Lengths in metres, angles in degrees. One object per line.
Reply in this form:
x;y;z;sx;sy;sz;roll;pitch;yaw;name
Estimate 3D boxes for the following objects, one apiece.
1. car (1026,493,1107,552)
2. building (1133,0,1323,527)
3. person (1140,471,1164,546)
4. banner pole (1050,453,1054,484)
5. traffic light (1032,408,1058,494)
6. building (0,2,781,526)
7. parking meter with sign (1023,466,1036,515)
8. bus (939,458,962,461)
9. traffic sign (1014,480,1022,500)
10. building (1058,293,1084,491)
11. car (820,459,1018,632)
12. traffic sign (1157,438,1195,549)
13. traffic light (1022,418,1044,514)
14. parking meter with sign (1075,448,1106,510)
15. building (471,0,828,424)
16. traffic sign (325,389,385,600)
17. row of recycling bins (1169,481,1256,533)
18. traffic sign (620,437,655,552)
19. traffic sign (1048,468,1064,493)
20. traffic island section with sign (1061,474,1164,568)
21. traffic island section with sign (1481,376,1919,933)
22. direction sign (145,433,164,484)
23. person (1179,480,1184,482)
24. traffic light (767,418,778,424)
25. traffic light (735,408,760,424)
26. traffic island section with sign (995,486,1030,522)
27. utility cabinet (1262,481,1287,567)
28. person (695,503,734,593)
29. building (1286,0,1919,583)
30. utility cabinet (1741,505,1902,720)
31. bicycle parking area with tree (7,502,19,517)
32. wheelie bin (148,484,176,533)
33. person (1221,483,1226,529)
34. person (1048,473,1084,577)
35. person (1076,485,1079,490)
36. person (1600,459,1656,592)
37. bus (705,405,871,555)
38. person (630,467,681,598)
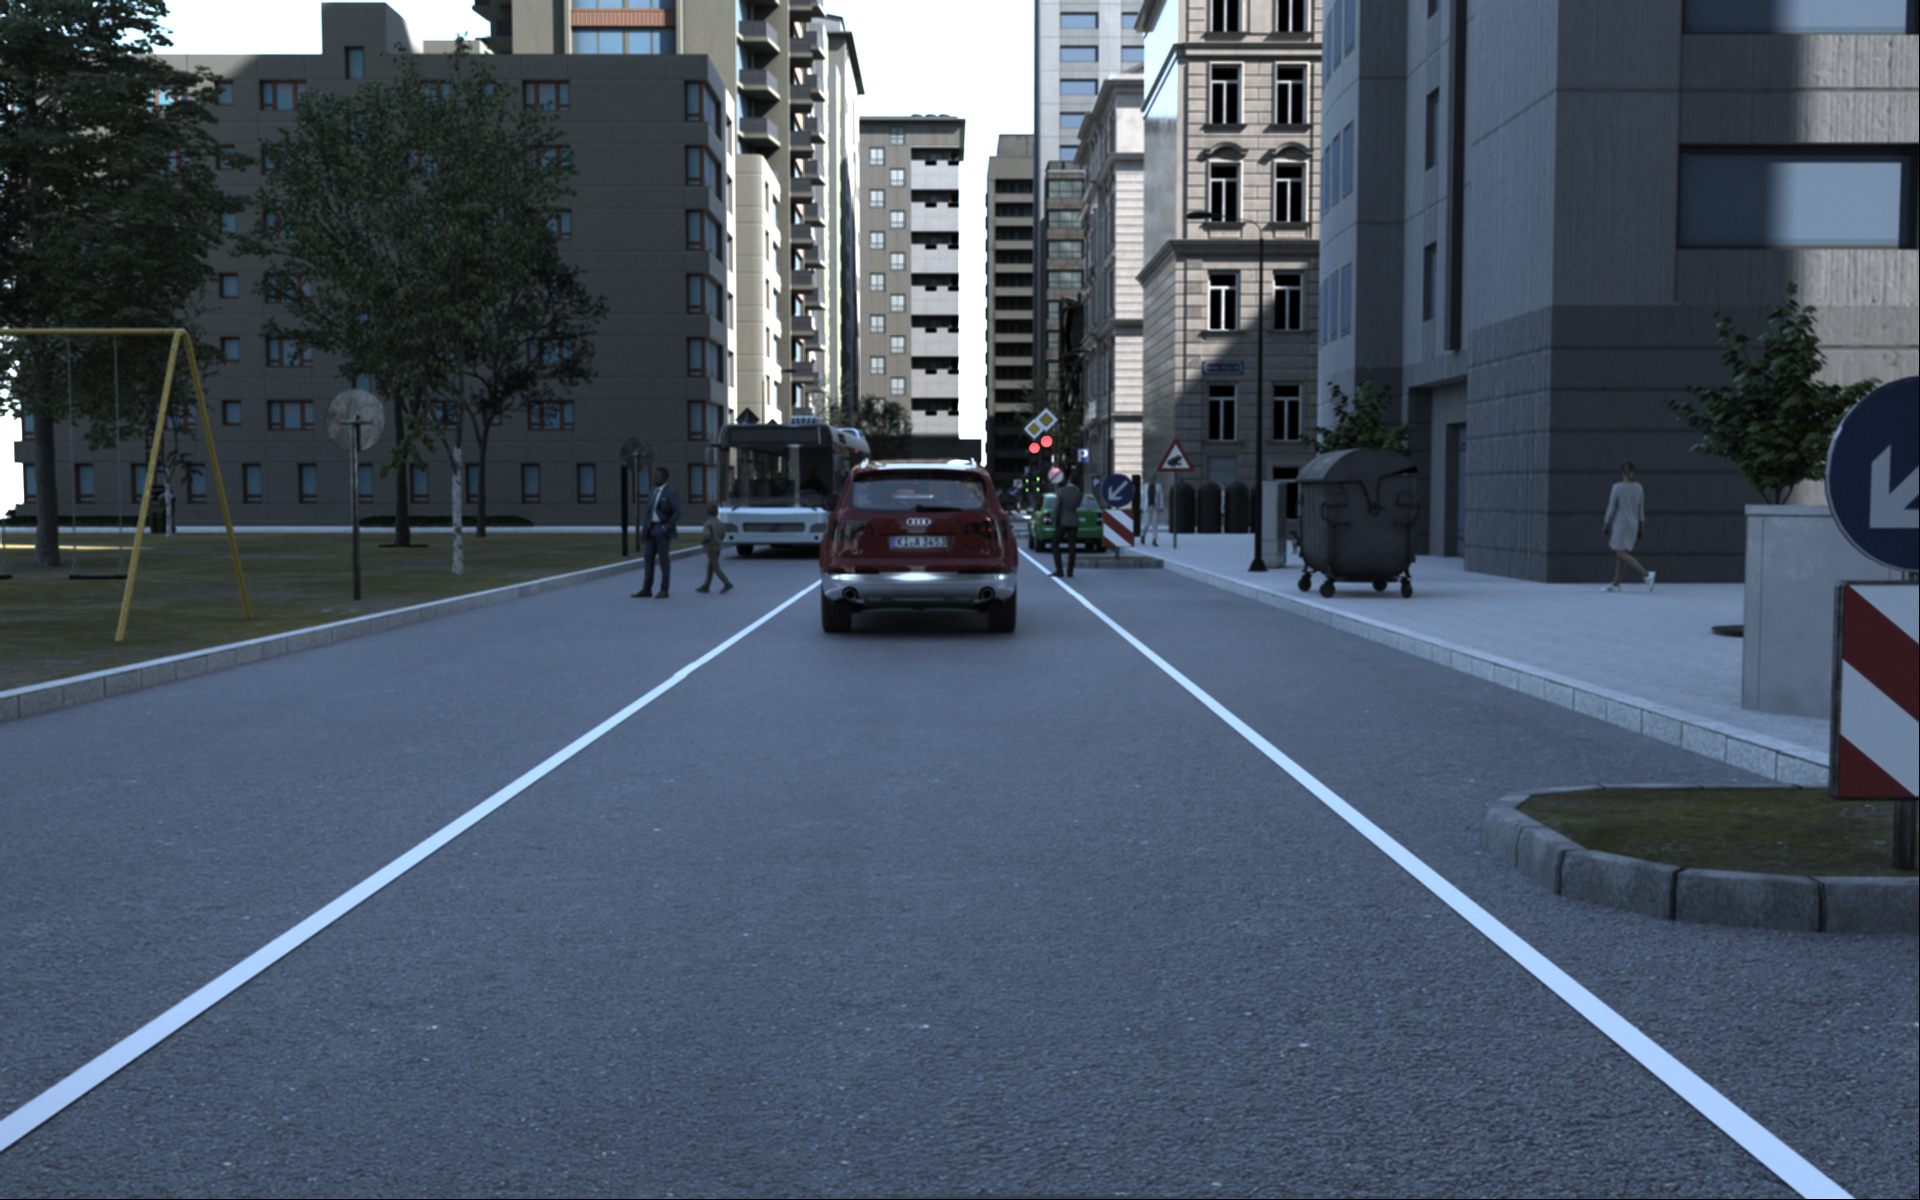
2.705;-2.161;44.131;1.959;1.807;4.718;0;4;-1;car
20.444;-16.867;73.040;25.104;27.353;12.463;0;4;0;building
4.702;-2.248;42.669;0.514;1.842;0.818;-1;4;-14;person
4.933;-6.293;92.900;0.401;3.779;0.863;1;4;18;banner pole
2.777;-4.123;56.334;0.839;4.253;0.868;0;4;0;traffic light
-23.822;-14.538;82.742;27.650;21.520;28.899;0;4;0;building
4.615;-6.823;107.821;0.543;3.016;1.738;-2;4;-29;parking meter with sign
-0.720;-7.799;119.064;2.896;3.916;12.252;0;4;1;bus
4.094;-7.374;122.686;0.606;2.300;0.079;0;4;5;traffic sign
15.836;-16.138;131.308;16.820;18.784;16.811;0;4;0;building
-0.458;-0.663;19.507;2.281;1.827;5.304;0;4;-1;car
5.044;-2.482;40.579;0.884;2.594;0.081;0;4;6;traffic sign
2.729;-4.612;64.319;0.839;4.253;0.868;0;4;0;traffic light
4.966;-4.218;65.232;0.543;3.016;1.738;-1;4;-23;parking meter with sign
-20.714;-28.394;118.866;22.147;44.769;28.867;0;4;0;building
-7.314;-1.274;20.937;0.768;2.556;0.104;0;4;7;traffic sign
8.641;-3.036;56.760;3.534;1.692;1.069;0;4;-3;row of recycling bins
-7.146;-2.339;38.346;0.768;2.556;0.104;0;3;0;traffic sign
4.610;-5.102;83.528;0.768;2.556;0.104;0;4;4;traffic sign
2.957;-1.579;34.437;1.989;1.847;2.006;0;4;0;traffic island section with sign
3.127;0.124;6.602;1.989;1.847;2.006;0;4;0;traffic island section with sign
-29.709;-4.402;63.973;0.876;3.537;0.379;1;4;22;direction sign
8.201;-3.604;64.983;0.620;1.820;0.660;2;4;27;person
-6.932;-4.607;64.245;0.839;4.253;0.868;0;4;0;traffic light
-6.884;-4.119;56.260;0.839;4.253;0.868;0;4;0;traffic light
2.631;-4.918;89.031;1.989;1.847;2.006;0;4;0;traffic island section with sign
5.514;-1.326;30.361;0.318;1.500;1.173;1;4;18;utility cabinet
-3.572;-0.750;25.042;0.640;1.303;0.475;1;4;15;person
18.830;-30.283;37.132;21.231;58.520;28.212;0;4;0;building
5.041;0.074;9.944;0.306;1.237;1.020;-2;4;-30;utility cabinet
-46.557;-6.556;94.195;9.016;4.147;8.231;-2;4;-32;bicycle parking area with tree
-26.240;-2.999;56.948;0.980;1.594;0.693;1;4;10;wheelie bin
9.781;-3.494;64.170;0.512;1.701;0.522;2;4;32;person
1.835;-1.304;30.006;0.592;1.802;0.473;0;4;-8;person
5.561;-4.670;82.264;0.748;1.841;0.638;0;4;6;person
8.682;-0.958;22.455;0.760;1.731;0.466;3;5;44;person
-3.961;-2.972;43.453;2.948;3.499;13.247;0;4;1;bus
-4.177;-0.936;23.986;0.721;1.800;0.419;2;4;30;person
